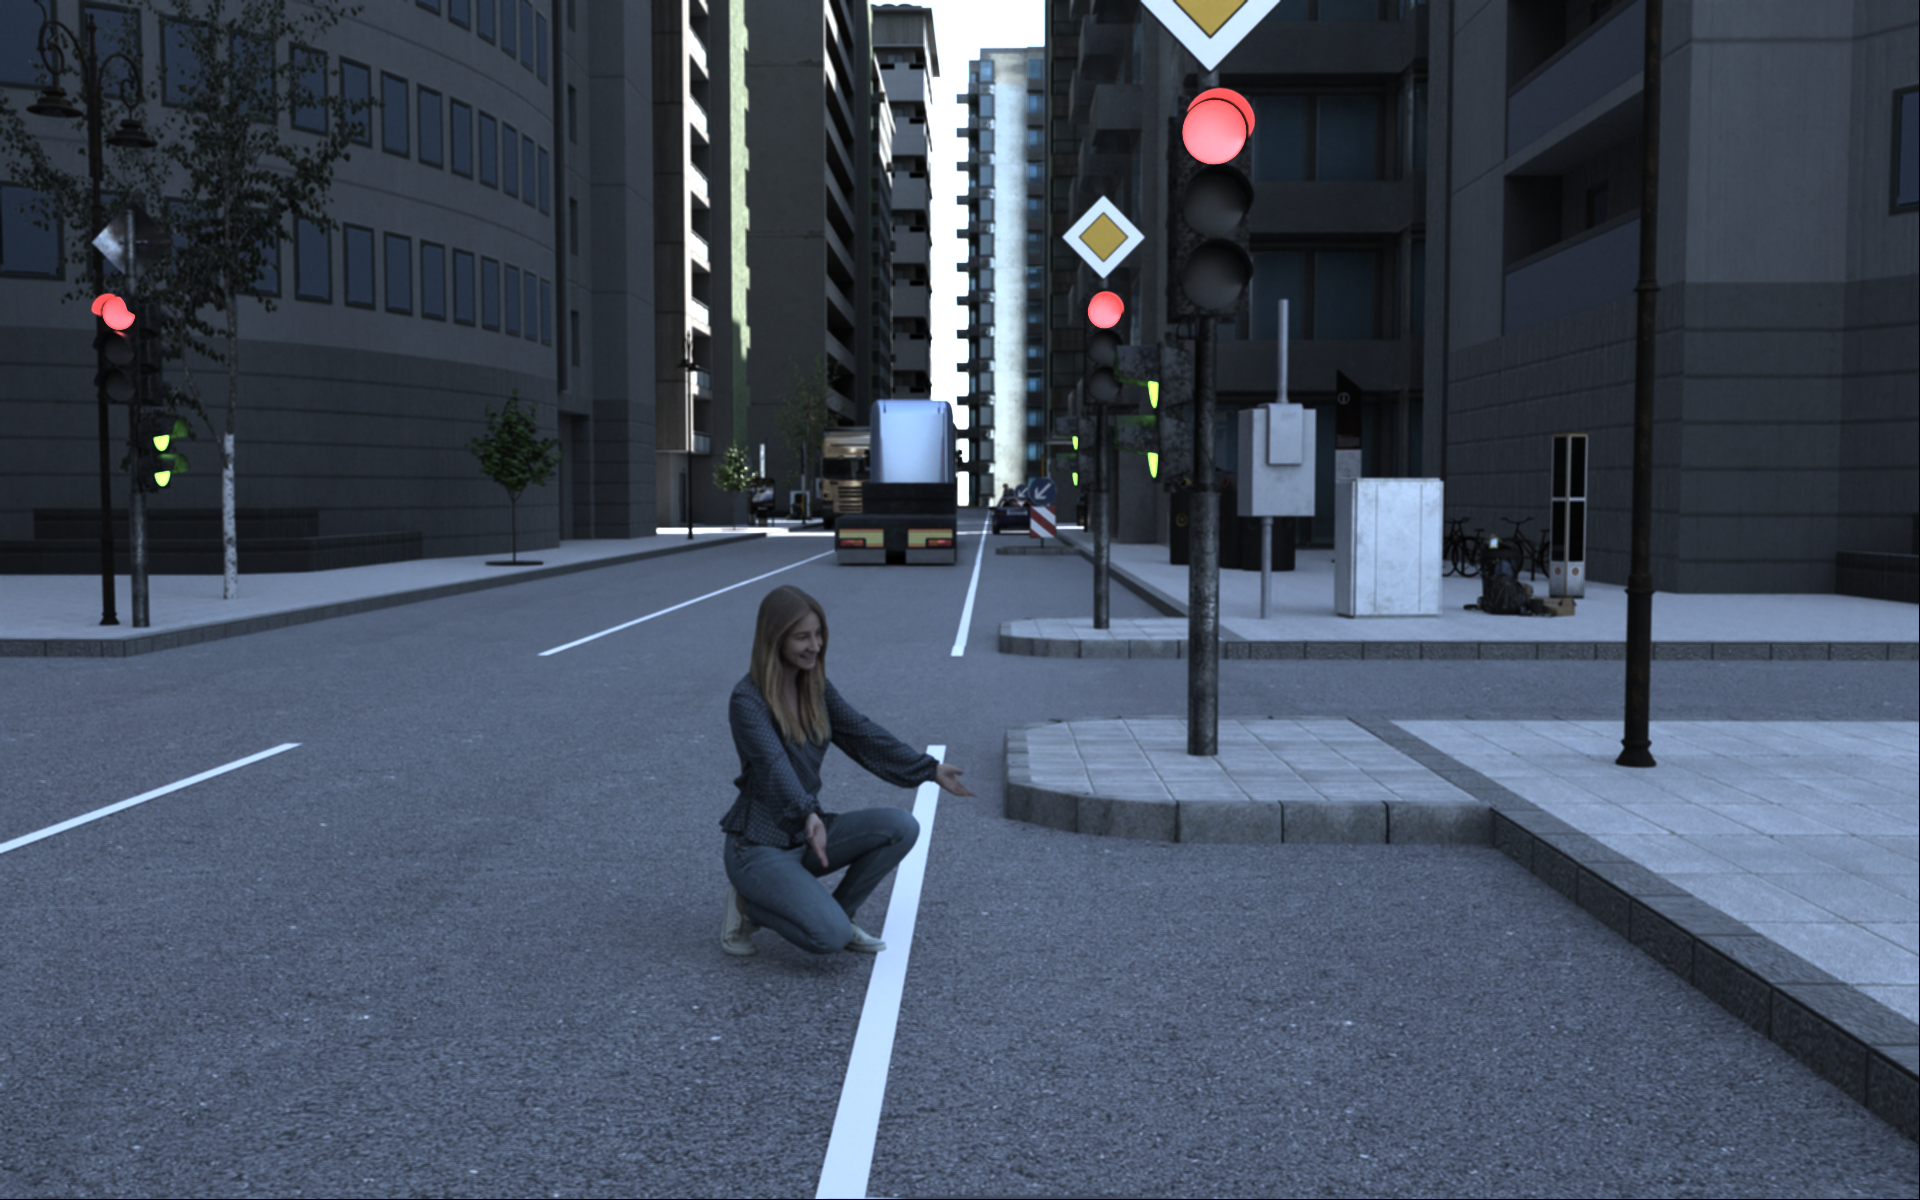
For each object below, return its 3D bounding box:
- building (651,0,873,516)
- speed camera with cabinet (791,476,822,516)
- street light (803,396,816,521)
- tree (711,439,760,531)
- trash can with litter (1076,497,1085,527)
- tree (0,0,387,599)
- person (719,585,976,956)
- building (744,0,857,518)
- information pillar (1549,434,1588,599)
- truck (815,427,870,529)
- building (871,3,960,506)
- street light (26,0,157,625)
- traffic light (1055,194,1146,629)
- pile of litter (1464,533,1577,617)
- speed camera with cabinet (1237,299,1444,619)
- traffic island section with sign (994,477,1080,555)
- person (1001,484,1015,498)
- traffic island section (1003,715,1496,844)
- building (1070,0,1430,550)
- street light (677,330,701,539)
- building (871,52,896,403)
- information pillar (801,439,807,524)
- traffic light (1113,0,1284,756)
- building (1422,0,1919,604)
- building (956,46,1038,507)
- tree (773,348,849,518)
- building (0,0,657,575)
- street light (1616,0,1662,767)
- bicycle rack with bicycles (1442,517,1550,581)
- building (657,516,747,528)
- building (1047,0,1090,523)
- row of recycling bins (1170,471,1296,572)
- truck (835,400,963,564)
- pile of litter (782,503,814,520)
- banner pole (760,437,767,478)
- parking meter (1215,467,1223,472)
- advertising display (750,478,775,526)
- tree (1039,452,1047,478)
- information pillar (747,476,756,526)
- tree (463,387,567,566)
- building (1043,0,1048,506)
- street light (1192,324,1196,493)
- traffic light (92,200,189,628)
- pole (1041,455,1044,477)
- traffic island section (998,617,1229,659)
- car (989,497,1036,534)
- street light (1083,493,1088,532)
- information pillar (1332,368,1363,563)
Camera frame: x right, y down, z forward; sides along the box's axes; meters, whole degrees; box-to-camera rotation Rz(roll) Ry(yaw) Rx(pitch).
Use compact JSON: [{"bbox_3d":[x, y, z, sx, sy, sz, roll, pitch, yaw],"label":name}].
[{"bbox_3d":[-13.528,-26.693,120.021,14.154,41.232,14.086,0,4,1],"label":"building"},{"bbox_3d":[-7.902,-5.943,91.512,2.038,3.252,0.660,-1,4,-14],"label":"speed camera with cabinet"},{"bbox_3d":[-7.077,-6.661,81.696,0.468,5.910,1.993,0,4,1],"label":"street light"},{"bbox_3d":[-7.745,-4.016,60.264,1.663,3.219,1.824,0,3,0],"label":"tree"},{"bbox_3d":[4.924,-3.501,68.633,0.624,1.170,1.055,0,4,-2],"label":"trash can with litter"},{"bbox_3d":[-9.167,-4.317,20.944,4.360,8.622,3.978,0,3,0],"label":"tree"},{"bbox_3d":[-0.361,0.526,5.402,0.738,1.151,1.012,3,4,38],"label":"person"},{"bbox_3d":[-17.618,-29.258,102.063,21.300,48.544,21.600,0,4,1],"label":"building"},{"bbox_3d":[7.466,-1.025,21.257,0.304,2.012,0.304,-1,4,-23],"label":"information pillar"},{"bbox_3d":[-4.460,-5.217,74.211,2.839,4.237,11.283,0,4,-1],"label":"truck"},{"bbox_3d":[-14.061,-36.683,189.008,27.495,52.752,28.713,0,4,1],"label":"building"},{"bbox_3d":[-8.352,-2.694,16.830,0.468,5.910,1.993,0,4,1],"label":"street light"},{"bbox_3d":[1.331,-1.682,16.419,0.839,4.253,0.868,0,4,1],"label":"traffic light"},{"bbox_3d":[6.114,-0.300,18.877,1.176,0.858,1.719,1,4,15],"label":"pile of litter"},{"bbox_3d":[3.948,-1.447,17.990,2.038,3.252,0.660,0,4,-7],"label":"speed camera with cabinet"},{"bbox_3d":[1.849,-2.006,41.422,1.989,1.847,2.006,0,4,1],"label":"traffic island section with sign"},{"bbox_3d":[1.958,-3.776,70.043,0.655,1.846,0.447,3,4,37],"label":"person"},{"bbox_3d":[1.219,0.840,8.548,2.009,0.180,2.903,0,4,1],"label":"traffic island section"},{"bbox_3d":[14.723,-26.387,51.028,23.786,49.044,30.456,0,4,1],"label":"building"},{"bbox_3d":[-7.663,-4.665,49.064,0.468,5.910,1.993,0,4,1],"label":"street light"},{"bbox_3d":[-17.901,-28.133,151.852,23.993,40.220,32.217,0,4,1],"label":"building"},{"bbox_3d":[-6.652,-5.030,73.591,0.183,3.616,0.504,0,4,3],"label":"information pillar"},{"bbox_3d":[1.179,-1.194,8.435,0.839,4.253,0.868,0,4,1],"label":"traffic light"},{"bbox_3d":[23.298,-29.521,24.662,28.212,58.520,21.231,0,4,1],"label":"building"},{"bbox_3d":[14.857,-34.635,185.887,30.456,49.044,23.786,0,4,1],"label":"building"},{"bbox_3d":[-7.658,-8.429,88.172,4.737,8.622,4.395,0,3,0],"label":"tree"},{"bbox_3d":[-20.094,-30.325,37.809,21.231,58.520,28.212,0,4,1],"label":"building"},{"bbox_3d":[3.204,-2.156,8.033,0.468,5.910,1.993,0,4,1],"label":"street light"},{"bbox_3d":[7.418,-0.789,26.283,2.852,0.926,2.925,-1,4,-17],"label":"bicycle rack with bicycles"},{"bbox_3d":[-16.221,-23.472,67.363,14.154,41.232,14.086,0,4,1],"label":"building"},{"bbox_3d":[11.115,-18.972,81.894,14.160,30.474,14.107,0,4,1],"label":"building"},{"bbox_3d":[4.758,-1.420,30.331,1.069,1.692,3.534,-1,4,-20],"label":"row of recycling bins"},{"bbox_3d":[-1.334,-3.297,43.663,2.967,4.110,18.799,0,4,0],"label":"truck"},{"bbox_3d":[-8.093,-4.377,85.524,1.719,0.858,1.176,1,4,17],"label":"pile of litter"},{"bbox_3d":[-8.611,-5.265,76.094,0.401,3.779,0.863,-2,4,-29],"label":"banner pole"},{"bbox_3d":[5.346,-1.874,36.357,0.255,1.863,0.399,3,5,44],"label":"parking meter"},{"bbox_3d":[-7.848,-3.892,68.843,0.974,1.923,0.123,0,4,7],"label":"advertising display"},{"bbox_3d":[6.016,-6.827,95.336,4.285,4.588,4.351,0,3,0],"label":"tree"},{"bbox_3d":[-8.477,-4.032,70.413,0.304,2.012,0.304,-1,4,-20],"label":"information pillar"},{"bbox_3d":[-7.966,-2.251,31.401,1.663,3.219,1.824,0,3,0],"label":"tree"},{"bbox_3d":[16.532,-35.632,124.581,21.231,58.520,28.212,0,4,1],"label":"building"},{"bbox_3d":[3.585,-3.268,26.221,0.468,5.910,1.993,0,4,1],"label":"street light"},{"bbox_3d":[-7.879,-1.692,16.578,0.839,4.253,0.868,0,4,1],"label":"traffic light"},{"bbox_3d":[4.348,-5.946,91.058,0.158,3.312,0.155,0,3,0],"label":"pole"},{"bbox_3d":[1.371,0.352,16.532,2.009,0.180,2.903,0,4,1],"label":"traffic island section"},{"bbox_3d":[2.032,-3.076,62.875,1.945,1.354,3.894,0,4,0],"label":"car"},{"bbox_3d":[4.258,-5.243,58.516,0.468,5.910,1.993,0,4,1],"label":"street light"},{"bbox_3d":[7.222,-2.502,32.262,0.504,3.616,0.183,1,4,23],"label":"information pillar"}]
